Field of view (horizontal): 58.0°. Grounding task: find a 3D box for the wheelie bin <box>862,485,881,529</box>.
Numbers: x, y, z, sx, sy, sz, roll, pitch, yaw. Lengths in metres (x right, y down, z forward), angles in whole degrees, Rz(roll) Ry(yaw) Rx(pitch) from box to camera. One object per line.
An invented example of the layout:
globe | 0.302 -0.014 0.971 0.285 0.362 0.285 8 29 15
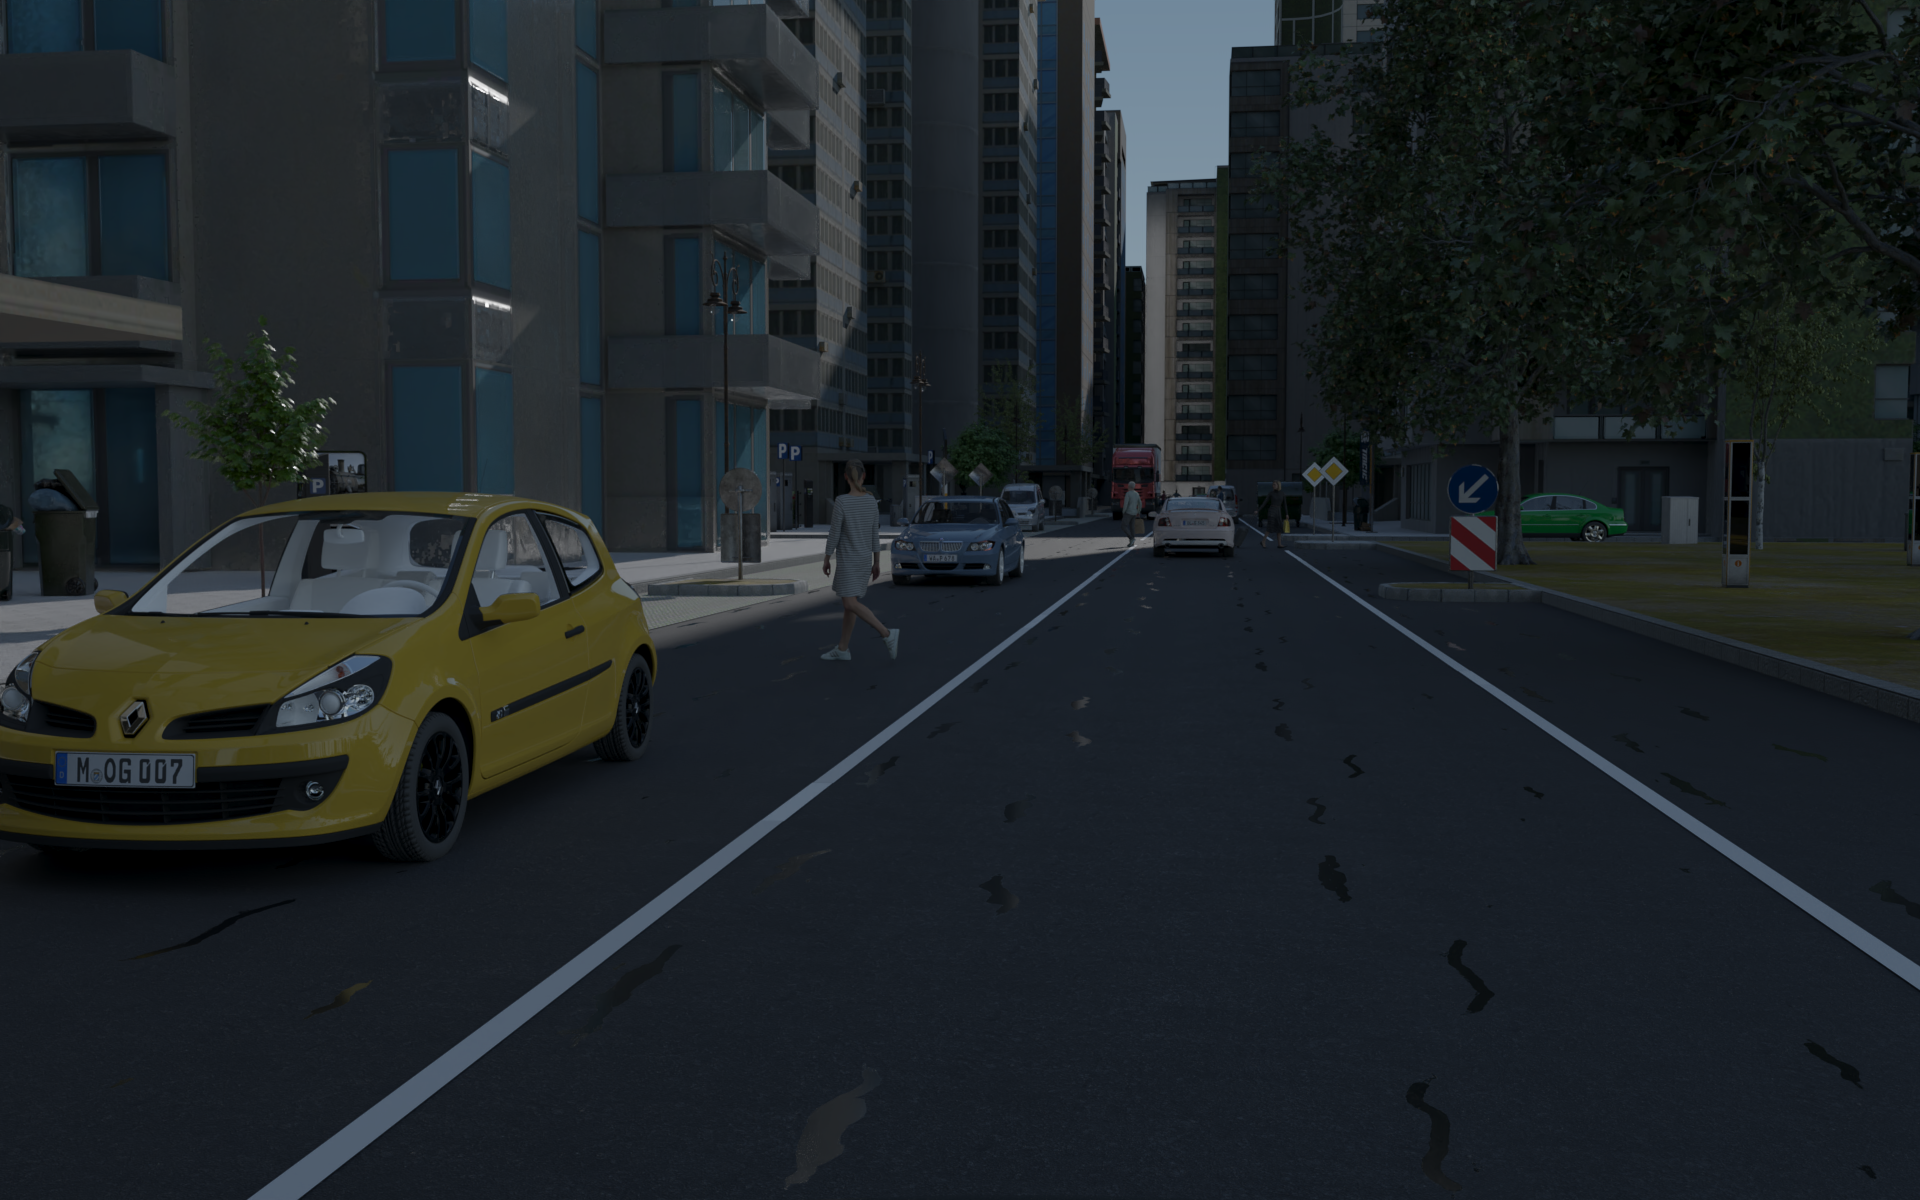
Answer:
wheelie bin | -3.352 -3.370 63.011 0.980 1.594 0.693 -3 5 -43

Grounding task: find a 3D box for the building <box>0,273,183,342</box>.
building | -22.748 -25.361 3.884 28.713 52.752 27.495 0 4 8

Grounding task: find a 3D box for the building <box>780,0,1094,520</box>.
building | -7.939 -25.567 109.896 32.217 40.220 23.993 0 4 8

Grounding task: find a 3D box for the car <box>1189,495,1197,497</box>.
car | 19.691 -8.085 144.766 1.945 1.354 3.894 0 4 6

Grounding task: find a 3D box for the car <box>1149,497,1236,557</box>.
car | 5.498 -1.747 40.924 2.083 1.381 4.827 0 4 7

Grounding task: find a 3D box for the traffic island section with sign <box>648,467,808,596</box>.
traffic island section with sign | -3.283 -1.011 25.162 1.989 1.847 2.006 0 4 8

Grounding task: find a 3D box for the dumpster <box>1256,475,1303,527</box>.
dumpster | 13.773 -4.267 74.720 1.985 2.255 1.502 0 4 8

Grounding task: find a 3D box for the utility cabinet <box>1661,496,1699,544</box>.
utility cabinet | 18.654 -2.062 44.871 1.020 1.237 0.306 -2 4 -25

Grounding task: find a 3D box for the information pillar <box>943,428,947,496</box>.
information pillar | -0.536 -4.288 61.461 0.183 3.616 0.504 -1 4 -10

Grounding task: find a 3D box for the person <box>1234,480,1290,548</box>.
person | 7.996 -2.275 45.906 1.509 1.804 0.699 2 4 29

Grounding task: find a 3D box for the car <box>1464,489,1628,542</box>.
car | 16.499 -2.483 49.388 4.718 1.807 1.959 0 4 7

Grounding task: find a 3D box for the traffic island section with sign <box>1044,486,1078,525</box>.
traffic island section with sign | 4.493 -4.405 80.657 1.989 1.847 2.006 0 4 8

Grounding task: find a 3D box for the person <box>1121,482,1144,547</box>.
person | 4.762 -2.350 47.401 0.515 1.767 0.782 3 5 44

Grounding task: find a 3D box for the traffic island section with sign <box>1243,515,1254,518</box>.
traffic island section with sign | 18.395 -5.967 106.187 1.989 1.847 2.006 0 4 8

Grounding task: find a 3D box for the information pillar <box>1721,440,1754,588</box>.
information pillar | 10.638 -1.175 23.706 0.304 2.012 0.304 1 4 12

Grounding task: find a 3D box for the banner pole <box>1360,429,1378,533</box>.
banner pole | 13.559 -4.132 57.582 0.401 3.779 0.863 -2 4 -29

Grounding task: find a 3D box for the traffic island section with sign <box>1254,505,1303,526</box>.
traffic island section with sign | 14.582 -4.308 79.062 1.989 1.847 2.006 0 4 8

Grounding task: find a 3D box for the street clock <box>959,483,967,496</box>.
street clock | 0.186 -4.941 85.353 0.358 2.002 0.471 -3 5 -40

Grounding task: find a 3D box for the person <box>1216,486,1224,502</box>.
person | 12.184 -4.422 80.830 0.654 1.822 0.581 1 4 9

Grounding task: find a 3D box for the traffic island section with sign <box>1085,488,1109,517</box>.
traffic island section with sign | 8.272 -6.057 107.654 1.989 1.847 2.006 0 4 8

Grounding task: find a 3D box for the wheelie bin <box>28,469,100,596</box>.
wheelie bin | -11.349 -0.858 21.939 0.693 1.594 0.980 -1 4 -13

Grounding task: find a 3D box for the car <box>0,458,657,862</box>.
car | -2.719 0.133 8.045 2.015 1.641 3.980 0 4 7

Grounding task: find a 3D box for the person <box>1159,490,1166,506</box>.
person | 17.265 -8.465 147.625 0.721 1.743 1.217 -1 4 -22

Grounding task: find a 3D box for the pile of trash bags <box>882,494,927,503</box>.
pile of trash bags | -2.960 -5.296 96.345 3.447 1.369 1.912 -1 4 -19

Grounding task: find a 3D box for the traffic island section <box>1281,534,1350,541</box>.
traffic island section | 11.083 -1.949 54.149 2.009 0.180 2.903 0 4 8

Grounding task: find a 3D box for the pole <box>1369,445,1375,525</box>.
pole | 17.148 -4.786 72.089 0.158 3.312 0.155 0 3 0

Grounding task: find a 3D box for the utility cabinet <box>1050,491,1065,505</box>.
utility cabinet | 7.192 -7.259 127.356 1.173 1.500 0.318 2 4 28

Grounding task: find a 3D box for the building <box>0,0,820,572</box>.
building | -19.143 -25.610 38.333 30.456 49.044 23.786 0 4 8

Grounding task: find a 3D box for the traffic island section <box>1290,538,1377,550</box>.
traffic island section | 9.975 -1.465 46.240 2.009 0.180 2.903 0 4 8

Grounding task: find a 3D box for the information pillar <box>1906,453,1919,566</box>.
information pillar | 17.042 -1.606 30.749 0.304 2.012 0.304 1 4 14

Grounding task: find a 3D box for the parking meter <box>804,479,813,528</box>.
parking meter | -5.772 -3.689 66.022 0.255 1.863 0.399 -2 4 -24

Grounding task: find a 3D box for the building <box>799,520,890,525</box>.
building | -17.444 -23.676 78.979 32.217 40.220 23.993 0 4 8

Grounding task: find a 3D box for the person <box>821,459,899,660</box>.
person | -0.853 -0.342 14.835 0.760 1.731 0.466 1 4 18

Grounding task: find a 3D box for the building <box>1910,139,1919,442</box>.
building | 51.477 -28.902 61.781 27.495 52.752 28.713 0 4 8

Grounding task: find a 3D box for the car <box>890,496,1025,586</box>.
car | 0.036 -1.025 28.755 2.014 1.417 4.499 1 4 9

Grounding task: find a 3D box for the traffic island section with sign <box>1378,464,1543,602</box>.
traffic island section with sign | 6.863 -0.938 23.966 1.989 1.847 2.006 0 4 8

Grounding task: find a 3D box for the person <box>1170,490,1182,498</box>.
person | 19.356 -8.949 154.906 1.350 1.814 0.705 0 4 -1

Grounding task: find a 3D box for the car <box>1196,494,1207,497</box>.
car | 19.677 -7.968 139.071 1.959 1.807 4.718 1 4 10

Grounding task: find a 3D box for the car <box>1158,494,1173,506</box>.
car | 24.153 -11.730 203.783 2.014 1.417 4.499 1 4 9

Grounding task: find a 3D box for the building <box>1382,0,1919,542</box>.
building | 21.646 -22.820 56.703 14.086 41.232 14.154 0 4 8

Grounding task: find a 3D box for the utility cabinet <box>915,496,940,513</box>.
utility cabinet | -1.199 -3.353 65.979 1.020 1.237 0.306 0 4 3

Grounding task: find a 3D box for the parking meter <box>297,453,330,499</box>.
parking meter | -9.268 -1.171 24.855 0.399 1.863 0.255 -3 5 -41
